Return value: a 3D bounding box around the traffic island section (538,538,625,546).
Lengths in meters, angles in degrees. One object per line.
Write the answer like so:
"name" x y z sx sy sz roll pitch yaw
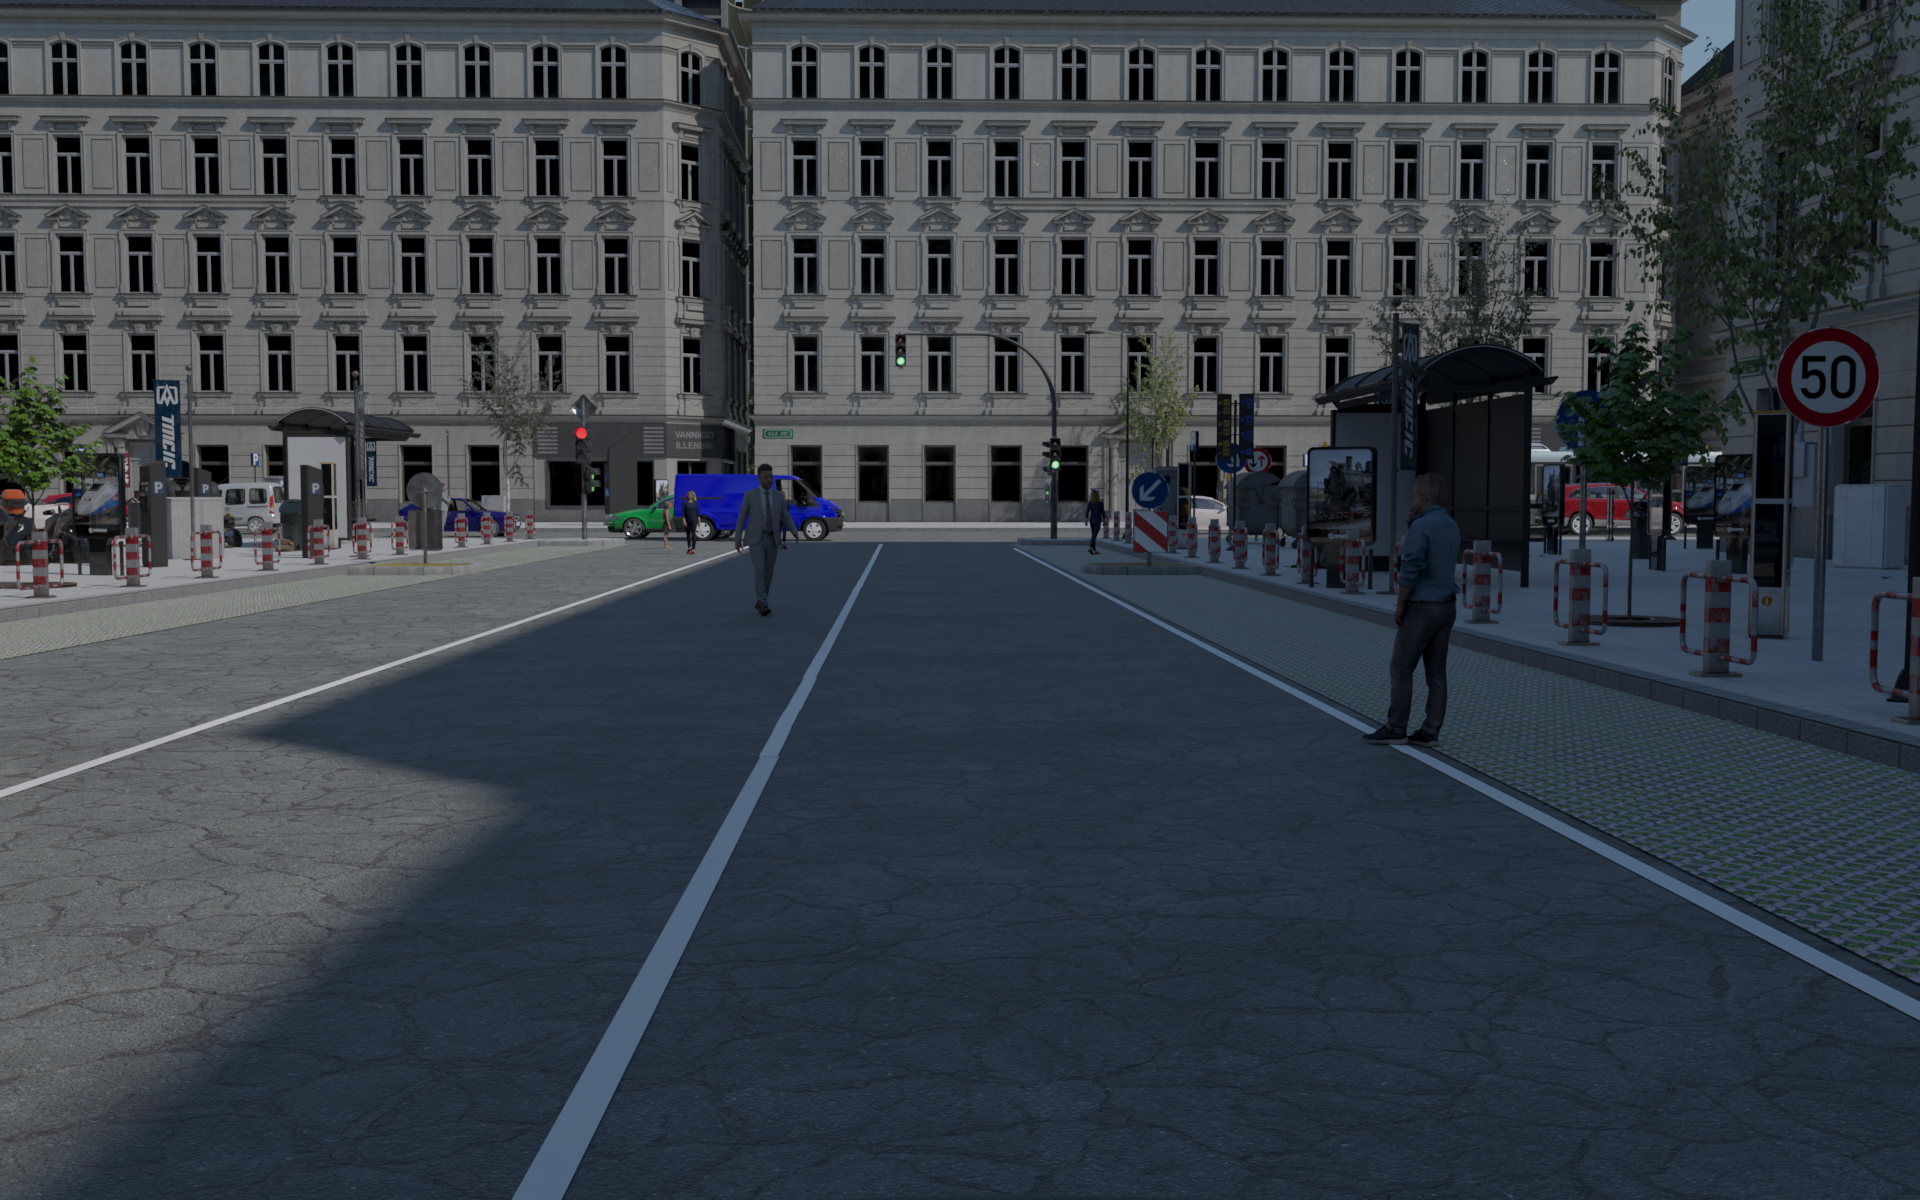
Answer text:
"traffic island section" -10.604 -1.624 48.841 2.009 0.180 2.903 0 4 -2

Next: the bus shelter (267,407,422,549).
"bus shelter" -15.176 -3.009 43.116 2.014 3.302 5.546 0 4 -2

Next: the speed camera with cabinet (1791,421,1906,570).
"speed camera with cabinet" 15.392 -2.194 30.208 0.660 3.252 2.038 -2 4 -29

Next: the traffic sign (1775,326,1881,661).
"traffic sign" 6.603 -0.805 13.265 0.768 2.556 0.104 0 4 5

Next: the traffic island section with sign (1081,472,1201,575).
"traffic island section with sign" 3.227 -1.390 31.350 1.989 1.847 2.006 0 4 -2

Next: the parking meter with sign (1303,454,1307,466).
"parking meter with sign" 15.370 -4.756 74.022 0.543 3.016 1.738 -2 4 -25

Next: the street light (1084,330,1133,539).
"street light" 4.214 -4.686 49.152 1.470 5.913 1.316 0 4 -2

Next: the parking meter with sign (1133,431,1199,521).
"parking meter with sign" 5.676 -3.157 47.879 1.738 3.016 0.543 -1 4 -8

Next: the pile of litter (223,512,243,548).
"pile of litter" -17.789 -1.674 41.330 1.176 0.858 1.719 1 4 11

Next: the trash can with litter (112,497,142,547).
"trash can with litter" -20.294 -1.910 42.286 2.233 1.210 1.678 1 4 23

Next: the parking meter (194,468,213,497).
"parking meter" -16.872 -2.009 38.564 0.255 1.863 0.399 1 4 23

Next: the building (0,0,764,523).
"building" -32.674 -18.861 84.792 44.131 29.872 17.030 0 4 -2

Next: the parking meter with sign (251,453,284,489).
"parking meter with sign" -28.992 -4.708 73.235 1.738 3.016 0.543 0 4 5

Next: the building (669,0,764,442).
"building" -36.558 -49.330 244.801 20.611 71.187 20.563 0 4 -2

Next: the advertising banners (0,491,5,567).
"advertising banners" -17.147 -1.998 28.860 2.074 3.025 0.090 -2 4 -31

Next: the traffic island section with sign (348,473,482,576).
"traffic island section with sign" -9.746 -1.382 31.227 1.989 1.847 2.006 0 4 -2

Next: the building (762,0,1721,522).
"building" 11.942 -18.923 85.806 44.131 29.872 17.030 0 4 -2

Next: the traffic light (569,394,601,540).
"traffic light" -10.563 -3.657 48.708 0.839 4.253 0.868 0 4 -2

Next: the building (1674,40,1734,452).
"building" 44.334 -15.593 83.821 19.941 23.489 11.050 0 4 -2

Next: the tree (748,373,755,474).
"tree" -16.179 -15.587 171.859 9.611 12.733 9.660 0 3 0

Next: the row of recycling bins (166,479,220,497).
"row of recycling bins" -20.824 -2.431 46.857 1.069 1.692 3.534 -1 4 -12

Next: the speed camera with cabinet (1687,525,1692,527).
"speed camera with cabinet" 28.059 -4.565 68.980 2.038 3.252 0.660 2 4 34

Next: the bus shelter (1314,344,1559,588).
"bus shelter" 6.971 -1.969 26.109 2.014 3.302 5.546 0 4 -2

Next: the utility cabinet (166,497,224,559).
"utility cabinet" -15.171 -1.419 34.360 1.020 1.237 0.306 -2 4 -28

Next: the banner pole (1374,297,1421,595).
"banner pole" 5.700 -1.974 22.289 0.401 3.779 0.863 3 5 42

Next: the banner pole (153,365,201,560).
"banner pole" -15.117 -2.659 33.489 0.863 3.779 0.401 -1 4 -22

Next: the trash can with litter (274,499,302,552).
"trash can with litter" -14.966 -1.675 38.776 0.624 1.170 1.055 0 4 -6

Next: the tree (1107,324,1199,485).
"tree" 8.531 -7.655 75.514 4.737 8.622 4.395 0 3 0

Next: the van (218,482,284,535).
"van" -26.335 -3.363 62.003 4.112 2.044 2.013 0 4 -4

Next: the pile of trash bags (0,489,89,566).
"pile of trash bags" -17.543 -1.398 32.616 1.912 1.369 3.447 -3 5 -40

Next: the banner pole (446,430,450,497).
"banner pole" -20.101 -4.771 68.025 0.401 3.779 0.863 -1 4 -20

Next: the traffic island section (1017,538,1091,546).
"traffic island section" 2.682 -1.648 49.233 2.009 0.180 2.903 0 4 -2

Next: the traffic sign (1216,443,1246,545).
"traffic sign" 6.754 -2.638 43.243 0.768 2.556 0.104 0 4 0

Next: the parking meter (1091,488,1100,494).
"parking meter" 5.424 -3.718 69.208 0.372 1.533 0.369 0 3 0

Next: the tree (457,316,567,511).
"tree" -18.768 -7.481 72.670 4.360 8.622 3.978 0 3 0

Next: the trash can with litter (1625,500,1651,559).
"trash can with litter" 13.599 -1.413 34.485 0.624 1.170 1.055 2 4 25

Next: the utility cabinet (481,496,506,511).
"utility cabinet" -20.282 -3.928 75.377 1.020 1.237 0.306 1 4 10

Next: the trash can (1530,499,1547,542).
"trash can" 15.586 -2.144 46.702 0.748 1.137 0.748 0 3 0

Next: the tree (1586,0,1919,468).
"tree" 10.438 -4.383 22.018 4.737 8.622 4.395 0 3 0

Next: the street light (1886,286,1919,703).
"street light" 5.362 -2.324 10.546 1.470 5.913 1.316 0 4 -2

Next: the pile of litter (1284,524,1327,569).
"pile of litter" 6.368 -0.983 30.035 1.176 0.858 1.719 -1 4 -19

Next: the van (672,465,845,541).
"van" -6.188 -3.000 53.426 5.245 2.365 2.240 0 3 0

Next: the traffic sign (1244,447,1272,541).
"traffic sign" 8.087 -2.880 47.194 0.768 2.556 0.104 0 4 -1

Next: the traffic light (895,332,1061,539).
"traffic light" 0.553 -4.541 48.914 4.771 5.953 1.251 0 4 -2

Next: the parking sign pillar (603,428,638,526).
"parking sign pillar" -13.841 -5.028 70.676 1.447 3.967 1.447 -3 5 -42

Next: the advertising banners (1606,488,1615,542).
"advertising banners" 17.782 -3.133 47.417 0.090 3.025 2.074 1 4 15

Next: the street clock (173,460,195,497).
"street clock" -16.691 -1.996 37.207 0.471 2.002 0.358 -1 4 -18

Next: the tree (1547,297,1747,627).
"tree" 6.625 -1.383 17.216 1.663 3.219 1.824 0 3 0

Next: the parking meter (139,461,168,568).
"parking meter" -14.113 -1.504 30.304 0.255 1.863 0.399 2 4 25

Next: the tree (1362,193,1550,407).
"tree" 12.409 -5.649 42.720 4.360 8.622 3.978 0 3 0

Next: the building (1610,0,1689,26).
"building" 57.404 -36.386 184.151 27.495 52.752 28.713 0 4 -2

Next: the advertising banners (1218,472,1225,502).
"advertising banners" 10.333 -4.416 68.392 0.090 3.025 2.074 0 4 3

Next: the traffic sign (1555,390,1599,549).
"traffic sign" 7.670 -1.296 21.303 0.768 2.556 0.104 0 4 1

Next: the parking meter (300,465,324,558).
"parking meter" -12.956 -1.771 34.660 0.255 1.863 0.399 2 4 32

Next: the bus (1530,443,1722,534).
"bus" 25.950 -4.216 63.799 13.247 3.499 2.948 0 4 -3

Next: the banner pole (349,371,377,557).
"banner pole" -12.147 -2.756 35.077 0.401 3.779 0.863 -2 4 -33

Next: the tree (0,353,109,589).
"tree" -12.614 -1.787 23.823 1.663 3.219 1.824 0 3 0

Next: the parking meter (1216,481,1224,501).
"parking meter" 11.243 -4.232 74.910 0.255 1.863 0.399 0 3 0

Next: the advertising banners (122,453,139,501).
"advertising banners" -35.339 -4.790 74.510 0.090 3.025 2.074 1 4 14
